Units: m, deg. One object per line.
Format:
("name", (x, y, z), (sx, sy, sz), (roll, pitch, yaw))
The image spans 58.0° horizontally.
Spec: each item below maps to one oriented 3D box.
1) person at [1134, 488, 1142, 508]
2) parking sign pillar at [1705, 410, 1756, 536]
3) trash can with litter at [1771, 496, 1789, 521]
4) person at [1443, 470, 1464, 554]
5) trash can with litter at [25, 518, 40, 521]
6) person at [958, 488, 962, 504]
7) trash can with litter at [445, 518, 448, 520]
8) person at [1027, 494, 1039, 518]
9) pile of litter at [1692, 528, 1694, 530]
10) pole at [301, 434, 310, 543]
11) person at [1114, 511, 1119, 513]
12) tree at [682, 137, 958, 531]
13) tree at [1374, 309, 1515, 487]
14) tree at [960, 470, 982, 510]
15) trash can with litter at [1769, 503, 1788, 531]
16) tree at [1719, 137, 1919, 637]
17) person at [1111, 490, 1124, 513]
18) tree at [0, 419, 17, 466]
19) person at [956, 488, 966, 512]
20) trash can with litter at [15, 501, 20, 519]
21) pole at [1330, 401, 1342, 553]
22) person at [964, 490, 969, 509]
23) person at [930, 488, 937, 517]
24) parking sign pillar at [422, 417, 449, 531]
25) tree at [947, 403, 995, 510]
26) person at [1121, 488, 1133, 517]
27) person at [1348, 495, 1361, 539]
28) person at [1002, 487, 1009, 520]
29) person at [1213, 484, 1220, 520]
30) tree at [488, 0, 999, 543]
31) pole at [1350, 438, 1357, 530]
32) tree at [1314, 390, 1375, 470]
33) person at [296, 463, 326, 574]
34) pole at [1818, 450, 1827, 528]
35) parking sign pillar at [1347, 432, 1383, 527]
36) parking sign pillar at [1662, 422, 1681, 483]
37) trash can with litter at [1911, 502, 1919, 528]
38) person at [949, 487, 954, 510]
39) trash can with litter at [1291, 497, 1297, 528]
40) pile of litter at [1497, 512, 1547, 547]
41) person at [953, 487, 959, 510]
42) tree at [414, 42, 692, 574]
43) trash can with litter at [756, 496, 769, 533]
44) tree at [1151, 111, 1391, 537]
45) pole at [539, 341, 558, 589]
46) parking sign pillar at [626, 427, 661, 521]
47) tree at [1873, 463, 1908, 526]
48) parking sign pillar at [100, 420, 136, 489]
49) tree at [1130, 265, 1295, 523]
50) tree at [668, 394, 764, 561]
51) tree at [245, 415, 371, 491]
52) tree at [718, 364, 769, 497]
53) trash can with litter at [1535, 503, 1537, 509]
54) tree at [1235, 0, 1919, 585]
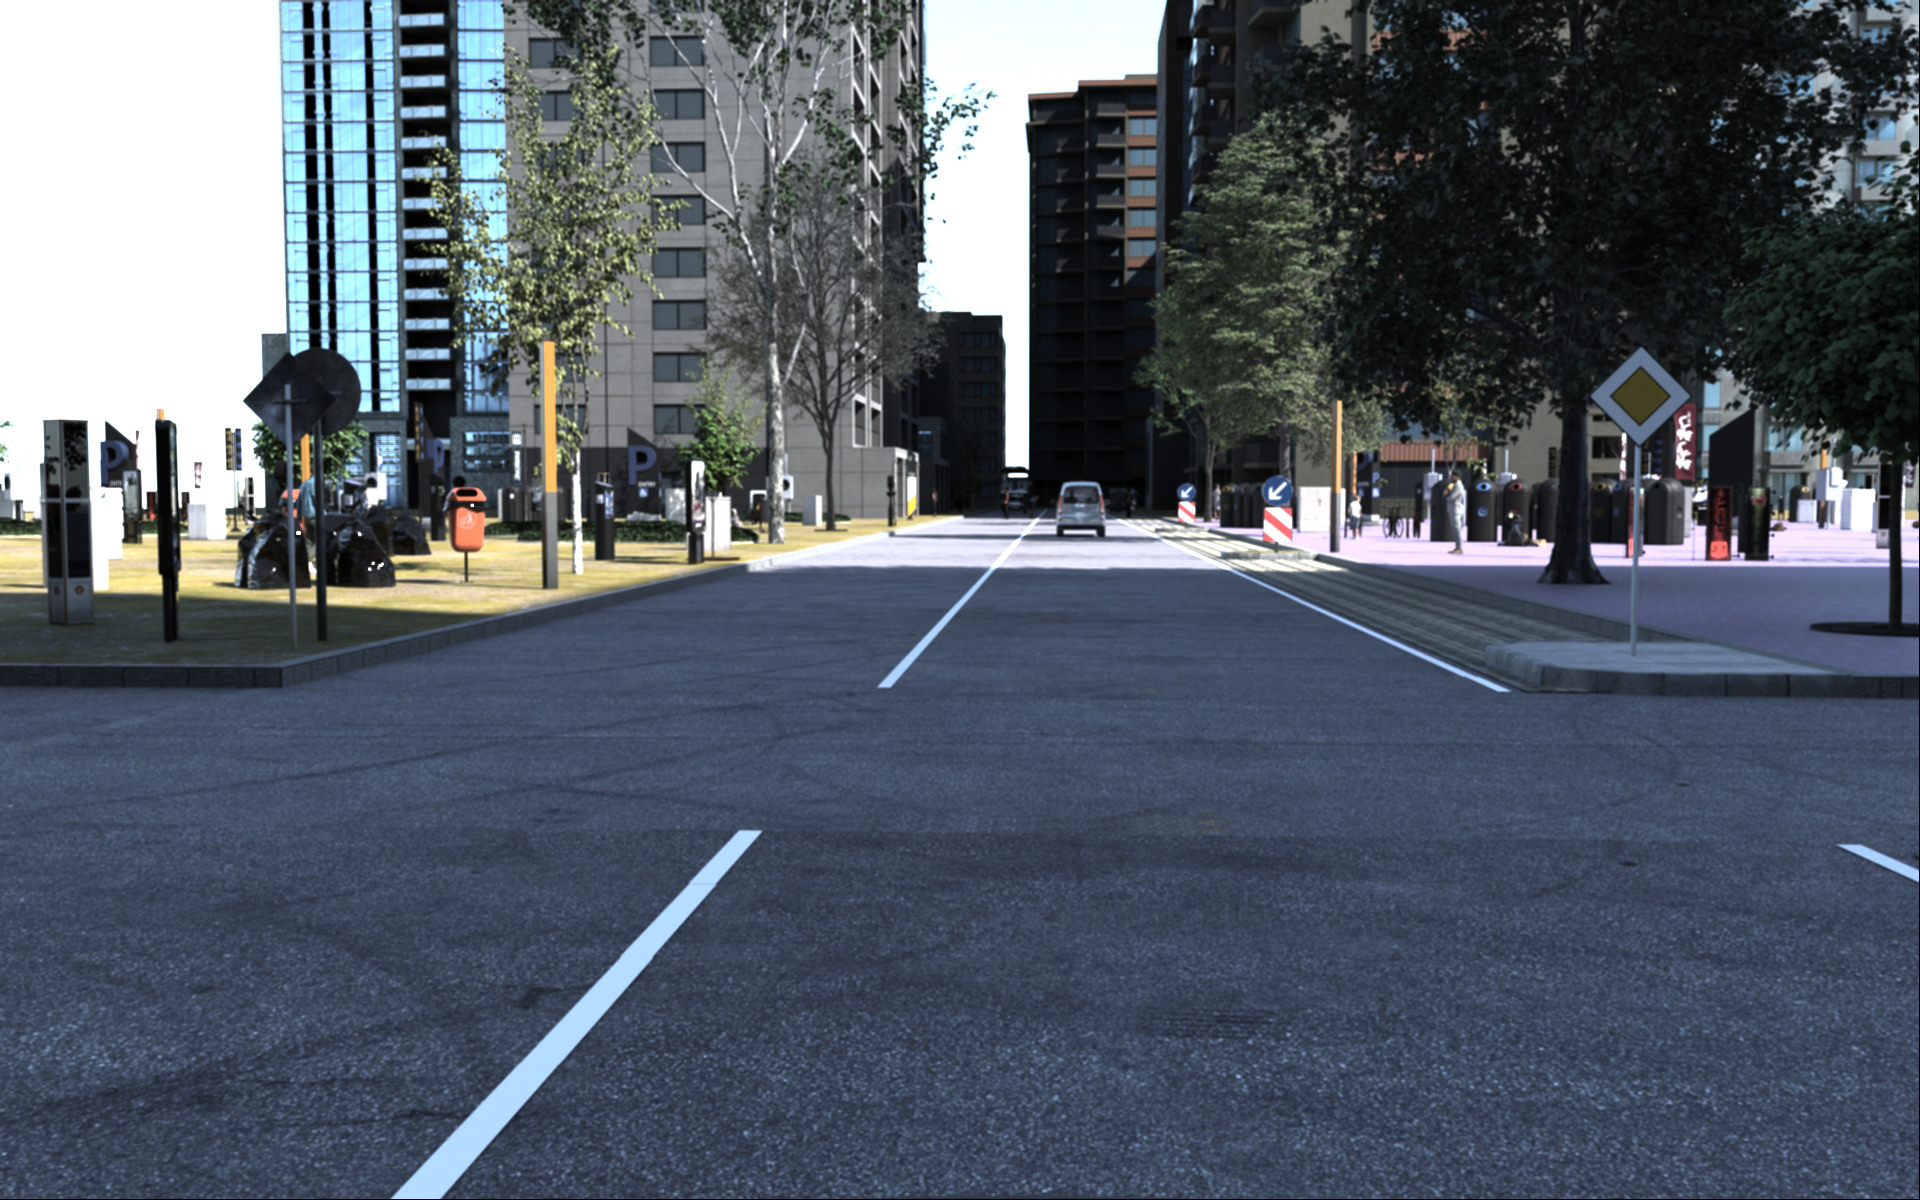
("person", (16.287, -9.480, 161.050), (1.348, 1.824, 0.705), (2, 4, 35))
("parking sign pillar", (23.889, -3.983, 53.593), (1.447, 3.967, 1.447), (3, 4, 36))
("trash can with litter", (39.501, -4.412, 83.189), (1.678, 1.210, 2.233), (0, 4, 4))
("person", (10.619, -1.901, 37.305), (0.466, 1.800, 0.511), (0, 4, -2))
("trash can with litter", (-43.730, -4.381, 82.679), (2.233, 1.210, 1.678), (2, 4, 28))
("person", (-0.006, -8.285, 141.948), (0.683, 1.767, 0.568), (3, 4, 39))
("trash can with litter", (-25.184, -4.584, 86.008), (2.233, 1.210, 1.678), (1, 4, 21))
("person", (4.291, -5.499, 101.639), (0.697, 1.427, 0.421), (2, 4, 27))
("pile of litter", (26.002, -2.989, 62.842), (1.176, 0.858, 1.719), (1, 4, 12))
("pole", (-16.397, -3.032, 43.411), (0.158, 3.312, 0.155), (0, 3, 0))
("person", (11.898, -7.501, 131.849), (1.217, 1.736, 0.721), (1, 4, 8))
("tree", (-4.584, -9.134, 59.717), (12.009, 13.543, 11.850), (0, 3, 0))
("tree", (17.362, -6.749, 60.709), (4.737, 8.622, 4.395), (0, 3, 0))
("tree", (1.014, -8.633, 135.744), (1.663, 3.219, 1.824), (0, 3, 0))
("trash can with litter", (27.848, -2.948, 59.580), (1.055, 1.170, 0.624), (0, 4, -4))
("tree", (8.843, -1.982, 16.119), (4.285, 4.588, 4.351), (0, 3, 0))
("person", (10.845, -6.683, 118.480), (1.217, 1.743, 0.721), (1, 4, 13))
("tree", (-27.880, -3.897, 47.427), (4.285, 4.588, 4.351), (0, 3, 0))
("person", (0.083, -7.145, 123.575), (0.721, 1.735, 1.217), (2, 4, 34))
("trash can with litter", (-38.861, -3.614, 70.469), (1.055, 1.170, 0.624), (0, 4, -2))
("pole", (8.231, -2.697, 37.938), (0.158, 3.312, 0.155), (0, 3, 0))
("person", (0.536, -8.737, 150.355), (0.415, 1.643, 0.593), (0, 4, -6))
("person", (-1.511, -5.590, 98.902), (0.415, 1.643, 0.593), (-1, 4, -14))
("parking sign pillar", (-18.672, -4.461, 61.403), (1.447, 3.967, 1.447), (0, 4, 1))
("tree", (0.975, -11.564, 139.437), (4.360, 8.622, 3.978), (0, 3, 0))
("person", (10.217, -5.922, 105.411), (0.705, 1.812, 1.348), (3, 4, 36))
("person", (11.163, -2.342, 49.011), (0.332, 1.250, 0.352), (3, 5, 44))
("person", (2.568, -5.446, 97.502), (0.705, 1.831, 1.348), (0, 4, -6))
("person", (12.828, -4.837, 85.481), (0.532, 1.782, 0.716), (-3, 5, -40))
("tree", (-5.473, -11.453, 43.139), (12.611, 20.169, 13.585), (0, 3, 0))
("pole", (14.038, -4.157, 61.817), (0.158, 3.312, 0.155), (0, 3, 0))
("tree", (19.210, -8.187, 84.221), (4.737, 8.622, 4.395), (0, 3, 0))
("person", (-10.407, -1.308, 27.777), (0.444, 1.785, 0.601), (-3, 5, -41))
("pole", (32.222, -4.333, 64.693), (0.158, 3.312, 0.155), (0, 3, 0))
("parking sign pillar", (16.103, -4.918, 68.874), (1.447, 3.967, 1.447), (-2, 4, -28))
("parking sign pillar", (26.682, -4.681, 65.014), (1.447, 3.967, 1.447), (1, 4, 12))
("trash can with litter", (35.923, -3.260, 64.688), (0.624, 1.170, 1.055), (0, 4, -2))
("person", (-0.733, -8.015, 137.104), (0.705, 1.822, 1.348), (1, 4, 20))
("trash can with litter", (12.836, -3.241, 64.373), (1.055, 1.170, 0.624), (3, 4, 38))
("pile of litter", (13.903, -1.762, 42.780), (1.176, 0.858, 1.719), (1, 4, 15))
("person", (-0.238, -8.177, 139.671), (0.705, 1.831, 1.348), (2, 4, 32))
("tree", (-6.404, -4.725, 27.621), (4.737, 8.622, 4.395), (0, 3, 0))
("trash can with litter", (-6.801, -2.841, 57.514), (2.233, 1.210, 1.678), (-2, 4, -35))
("tree", (9.297, -8.162, 51.580), (7.486, 12.596, 7.792), (0, 3, 0))
("pole", (-5.534, -1.802, 23.298), (0.158, 3.312, 0.155), (0, 3, 0))
("parking sign pillar", (-12.676, -4.952, 69.436), (1.447, 3.967, 1.447), (0, 4, -1))
("tree", (37.227, -7.236, 68.664), (4.360, 8.622, 3.978), (0, 3, 0))
("parking sign pillar", (-30.704, -4.568, 63.161), (1.447, 3.967, 1.447), (1, 4, 20))
("tree", (11.202, -9.277, 77.434), (9.928, 11.665, 9.643), (0, 3, 0))
("tree", (-4.925, -2.391, 33.695), (1.663, 3.219, 1.824), (0, 3, 0))
("tree", (-18.280, -3.965, 48.541), (4.285, 4.588, 4.351), (0, 3, 0))
("tree", (-11.978, -8.414, 87.928), (4.737, 8.622, 4.395), (0, 3, 0))
("trash can with litter", (20.062, -2.943, 59.509), (0.624, 1.170, 1.055), (1, 4, 18))
("tree", (8.832, -6.592, 24.791), (9.611, 12.733, 9.660), (0, 3, 0))
